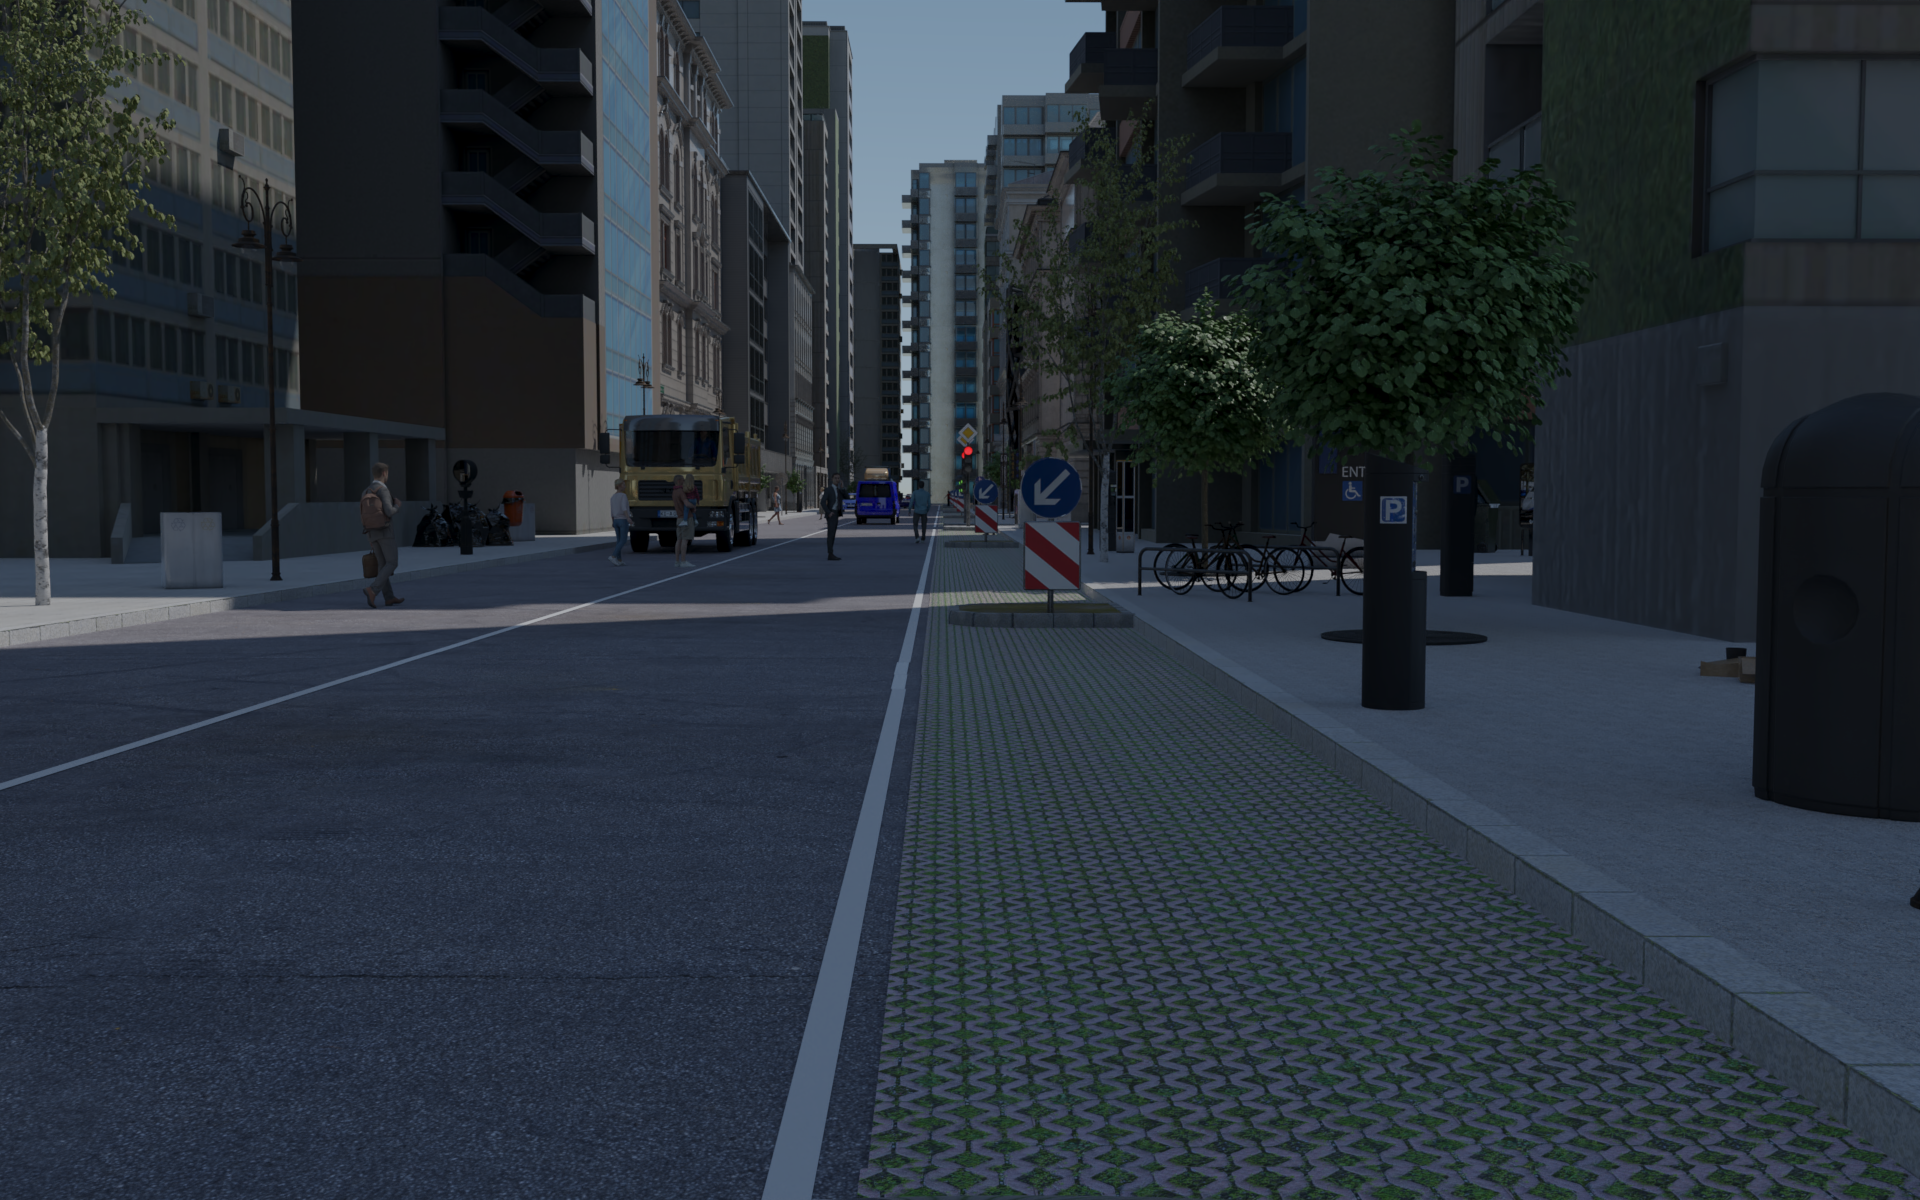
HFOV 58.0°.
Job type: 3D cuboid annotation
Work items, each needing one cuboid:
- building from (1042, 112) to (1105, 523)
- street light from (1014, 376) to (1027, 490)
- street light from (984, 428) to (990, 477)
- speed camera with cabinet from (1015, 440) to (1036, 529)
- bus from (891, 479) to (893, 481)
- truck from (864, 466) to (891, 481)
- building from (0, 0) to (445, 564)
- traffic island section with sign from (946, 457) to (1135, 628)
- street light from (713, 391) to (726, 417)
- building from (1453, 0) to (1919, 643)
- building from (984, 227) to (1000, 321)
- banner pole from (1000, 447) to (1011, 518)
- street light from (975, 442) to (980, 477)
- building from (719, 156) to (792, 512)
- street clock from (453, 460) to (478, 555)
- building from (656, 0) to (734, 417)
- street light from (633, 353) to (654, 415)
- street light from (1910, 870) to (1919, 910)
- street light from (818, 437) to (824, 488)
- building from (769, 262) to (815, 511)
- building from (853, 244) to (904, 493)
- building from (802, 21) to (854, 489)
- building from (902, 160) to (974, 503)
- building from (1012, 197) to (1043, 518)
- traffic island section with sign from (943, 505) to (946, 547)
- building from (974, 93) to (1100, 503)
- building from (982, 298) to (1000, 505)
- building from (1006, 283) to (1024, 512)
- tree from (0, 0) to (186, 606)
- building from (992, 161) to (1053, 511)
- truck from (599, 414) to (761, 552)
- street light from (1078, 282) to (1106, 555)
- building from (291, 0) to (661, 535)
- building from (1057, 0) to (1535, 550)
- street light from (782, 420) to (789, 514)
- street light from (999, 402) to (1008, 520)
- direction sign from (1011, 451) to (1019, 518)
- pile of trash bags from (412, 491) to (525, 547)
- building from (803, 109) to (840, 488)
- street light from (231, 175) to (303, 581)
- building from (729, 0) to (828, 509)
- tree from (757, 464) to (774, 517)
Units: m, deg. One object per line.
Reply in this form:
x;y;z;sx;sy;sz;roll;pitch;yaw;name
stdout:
13.972;-13.264;81.487;19.286;19.102;10.561;0;4;-1;building
2.382;-5.827;68.055;0.468;5.910;1.993;0;4;-1;street light
1.857;-8.946;119.047;0.468;5.910;1.993;0;4;-1;street light
2.459;-4.275;64.238;0.660;3.252;2.038;0;4;-8;speed camera with cabinet
-9.196;-12.724;202.896;2.948;3.499;13.247;0;3;0;bus
-8.323;-11.364;174.715;2.839;4.237;11.283;0;4;-1;truck
-29.577;-21.218;38.793;32.217;40.220;23.993;0;4;-1;building
0.866;-0.655;19.340;1.989;1.847;2.006;0;4;-1;traffic island section with sign
-10.619;-6.343;76.499;0.468;5.910;1.993;0;4;-1;street light
13.628;-20.611;20.593;14.154;41.232;14.086;0;4;-1;building
9.626;-25.513;188.842;14.160;30.474;14.107;0;4;-1;building
2.473;-6.268;92.493;0.863;3.779;0.401;3;4;36;banner pole
1.546;-10.881;150.696;0.468;5.910;1.993;0;4;-1;street light
-19.606;-18.126;115.431;14.314;24.678;30.058;0;4;-1;building
-10.437;-1.958;36.578;0.471;2.002;0.358;1;4;22;street clock
-19.715;-18.390;88.069;14.401;28.519;23.554;0;4;-1;building
-10.381;-5.150;56.996;0.468;5.910;1.993;0;4;-1;street light
3.047;-1.982;5.189;0.468;5.910;1.993;0;4;-1;street light
-11.295;-10.251;140.384;0.468;5.910;1.993;0;4;-1;street light
-17.192;-17.777;139.808;9.793;20.994;18.267;0;4;-1;building
-20.307;-34.205;251.139;23.993;40.220;32.217;0;4;-1;building
-27.531;-41.170;215.132;28.212;58.520;21.231;0;4;-1;building
7.035;-38.403;247.495;30.456;49.044;23.786;0;4;-1;building
8.665;-14.383;99.790;10.561;19.102;19.286;0;4;-1;building
0.576;-2.328;46.697;1.989;1.847;2.006;0;4;-1;traffic island section with sign
14.185;-36.144;210.563;23.786;49.044;30.456;0;4;-1;building
16.299;-19.698;167.107;27.650;21.520;28.899;0;4;-1;building
11.645;-15.656;123.431;16.820;18.784;16.811;0;4;-1;building
-10.766;-4.251;19.866;4.737;8.622;4.395;0;3;0;tree
9.720;-21.751;141.538;13.634;28.700;20.117;0;4;-1;building
-6.917;-2.999;44.964;3.469;3.379;9.791;0;4;-1;truck
2.777;-3.904;36.623;0.468;5.910;1.993;0;4;-1;street light
-18.751;-25.054;59.741;14.200;45.320;14.600;0;4;-1;building
14.642;-24.316;52.186;22.147;44.769;28.867;0;4;-1;building
-10.932;-8.315;108.736;0.468;5.910;1.993;0;4;-1;street light
2.177;-6.974;86.821;0.468;5.910;1.993;0;4;-1;street light
2.895;-6.059;91.067;0.379;3.537;0.876;-2;4;-25;direction sign
-11.951;-2.042;43.141;1.912;1.369;3.447;1;4;20;pile of trash bags
-19.867;-30.269;178.495;14.154;41.232;14.086;0;4;-1;building
-10.145;-3.225;25.518;0.468;5.910;1.993;0;4;-1;street light
-22.923;-44.158;160.233;20.563;71.187;20.611;0;4;-1;building
-11.324;-6.165;95.398;1.663;3.219;1.824;0;3;0;tree
